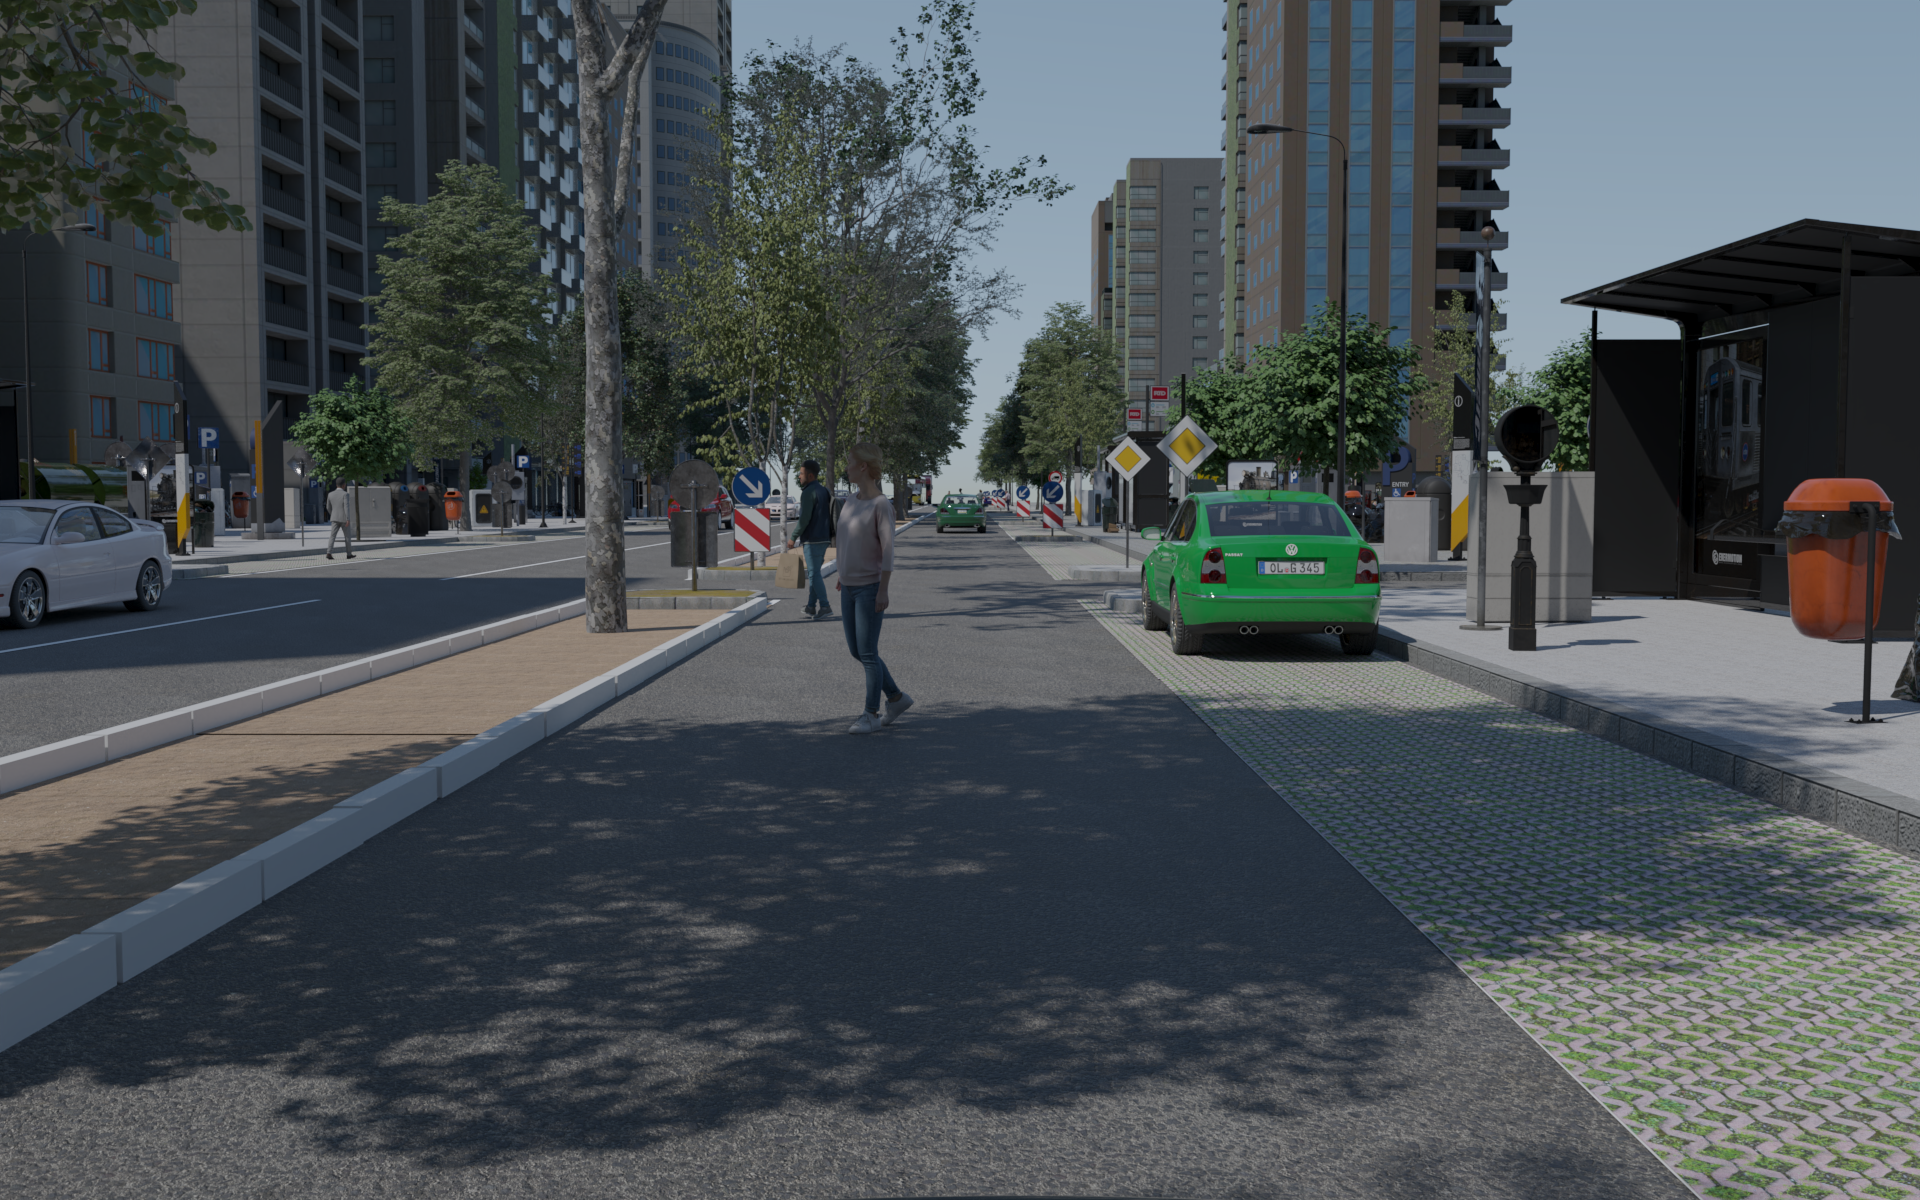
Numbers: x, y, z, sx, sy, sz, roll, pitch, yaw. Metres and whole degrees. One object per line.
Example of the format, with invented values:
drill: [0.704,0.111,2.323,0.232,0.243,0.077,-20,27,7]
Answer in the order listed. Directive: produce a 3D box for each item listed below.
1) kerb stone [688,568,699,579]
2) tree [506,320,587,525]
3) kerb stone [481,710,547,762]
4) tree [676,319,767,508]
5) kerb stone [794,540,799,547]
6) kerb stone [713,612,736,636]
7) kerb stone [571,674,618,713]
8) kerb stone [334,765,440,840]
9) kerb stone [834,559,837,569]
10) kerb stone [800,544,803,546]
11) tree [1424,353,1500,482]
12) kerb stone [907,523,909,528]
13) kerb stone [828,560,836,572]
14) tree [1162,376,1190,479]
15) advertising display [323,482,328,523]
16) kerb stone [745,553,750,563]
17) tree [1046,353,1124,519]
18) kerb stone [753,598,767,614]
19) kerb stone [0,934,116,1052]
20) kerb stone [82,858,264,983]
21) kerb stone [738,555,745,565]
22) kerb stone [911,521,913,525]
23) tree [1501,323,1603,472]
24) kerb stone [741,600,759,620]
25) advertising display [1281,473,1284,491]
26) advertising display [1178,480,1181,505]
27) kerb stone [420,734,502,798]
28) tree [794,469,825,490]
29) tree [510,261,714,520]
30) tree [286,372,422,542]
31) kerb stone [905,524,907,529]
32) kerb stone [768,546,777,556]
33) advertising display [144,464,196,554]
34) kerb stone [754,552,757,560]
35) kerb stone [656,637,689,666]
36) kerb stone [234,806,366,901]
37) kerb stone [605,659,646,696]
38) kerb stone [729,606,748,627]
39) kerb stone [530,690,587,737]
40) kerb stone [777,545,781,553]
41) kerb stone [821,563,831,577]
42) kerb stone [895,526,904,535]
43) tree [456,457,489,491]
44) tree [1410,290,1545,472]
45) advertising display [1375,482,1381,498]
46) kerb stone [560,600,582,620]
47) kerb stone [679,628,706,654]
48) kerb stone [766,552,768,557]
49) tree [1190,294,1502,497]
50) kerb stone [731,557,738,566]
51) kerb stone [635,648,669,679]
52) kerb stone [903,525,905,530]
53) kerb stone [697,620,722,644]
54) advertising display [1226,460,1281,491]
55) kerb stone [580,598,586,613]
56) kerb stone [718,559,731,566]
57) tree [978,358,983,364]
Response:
kerb stone: [-4.529,-0.460,29.727,0.120,0.150,1.000,0,4,0]
tree: [-16.879,-7.484,72.726,4.360,8.622,3.978,0,3,0]
kerb stone: [-2.507,0.766,9.686,0.120,0.150,1.000,0,4,0]
tree: [-16.261,-13.204,122.534,9.857,13.997,8.962,0,3,0]
kerb stone: [-4.470,-1.463,46.116,0.120,0.150,1.000,0,4,0]
kerb stone: [-2.463,0.263,17.894,0.120,0.150,1.000,0,4,0]
kerb stone: [-2.498,0.644,11.733,0.120,0.150,1.000,0,4,0]
kerb stone: [-2.517,0.891,7.626,0.120,0.150,1.000,0,4,0]
kerb stone: [-2.411,-0.649,32.820,0.120,0.150,1.000,0,4,0]
kerb stone: [-4.459,-1.589,48.176,0.120,0.150,1.000,0,4,0]
tree: [26.424,-8.653,91.833,4.360,8.622,3.978,0,3,0]
kerb stone: [-2.281,-2.966,70.751,0.120,0.150,1.000,0,4,0]
kerb stone: [-2.418,-0.587,31.794,0.120,0.150,1.000,0,4,0]
tree: [6.091,-3.412,39.499,4.285,4.588,4.351,0,3,0]
advertising display: [-28.710,-4.463,78.188,0.123,1.923,0.974,-3,4,-36]
kerb stone: [-4.499,-0.835,35.882,0.120,0.150,1.000,0,4,0]
tree: [6.180,-8.552,90.193,4.737,8.622,4.395,0,3,0]
kerb stone: [-2.460,0.075,20.986,0.120,0.150,1.000,0,4,0]
kerb stone: [-2.521,1.079,4.549,0.120,0.150,1.000,0,4,0]
kerb stone: [-2.511,1.017,5.572,0.120,0.150,1.000,0,4,0]
kerb stone: [-4.506,-0.771,34.858,0.120,0.150,1.000,0,4,0]
kerb stone: [-2.255,-3.283,75.876,0.120,0.150,1.000,0,4,0]
tree: [12.143,-3.037,33.376,4.285,4.588,4.351,0,3,0]
kerb stone: [-2.462,0.140,19.949,0.120,0.150,1.000,0,4,0]
advertising display: [9.680,-2.940,53.280,0.123,1.923,0.974,3,4,39]
advertising display: [9.956,-4.477,78.406,0.123,1.923,0.974,0,4,4]
kerb stone: [-2.499,0.829,8.659,0.120,0.150,1.000,0,4,0]
tree: [-15.810,-12.164,182.590,4.285,4.588,4.351,0,3,0]
tree: [-16.897,-10.297,85.362,9.611,12.733,9.660,0,3,0]
tree: [-16.346,-3.860,46.827,4.285,4.588,4.351,0,3,0]
kerb stone: [-2.279,-2.844,68.696,0.120,0.150,1.000,0,4,0]
kerb stone: [-4.497,-1.150,40.992,0.120,0.150,1.000,0,4,0]
advertising display: [-16.770,-1.930,36.772,0.974,1.923,0.123,-2,4,-25]
kerb stone: [-4.497,-0.900,36.904,0.120,0.150,1.000,0,4,0]
kerb stone: [-2.481,0.452,14.804,0.120,0.150,1.000,0,4,0]
kerb stone: [-2.509,0.959,6.600,0.120,0.150,1.000,0,4,0]
kerb stone: [-2.482,0.579,12.755,0.120,0.150,1.000,0,4,0]
kerb stone: [-2.466,0.201,18.916,0.120,0.150,1.000,0,4,0]
kerb stone: [-2.495,0.702,10.711,0.120,0.150,1.000,0,4,0]
kerb stone: [-4.479,-1.212,42.014,0.120,0.150,1.000,0,4,0]
kerb stone: [-2.428,-0.525,30.772,0.120,0.150,1.000,0,4,0]
kerb stone: [-2.298,-2.649,65.606,0.120,0.150,1.000,0,4,0]
tree: [-24.821,-5.782,89.138,1.663,3.219,1.824,0,3,0]
tree: [18.178,-6.810,61.699,4.737,8.622,4.395,0,3,0]
advertising display: [22.767,-5.366,92.950,0.974,1.923,0.123,0,4,3]
kerb stone: [-4.556,0.139,19.969,0.120,0.150,1.000,0,4,0]
kerb stone: [-2.478,0.392,15.833,0.120,0.150,1.000,0,4,0]
kerb stone: [-4.499,-1.023,38.948,0.120,0.150,1.000,0,4,0]
tree: [6.167,-2.748,28.650,4.285,4.588,4.351,0,3,0]
kerb stone: [-4.516,-0.712,33.836,0.120,0.150,1.000,0,4,0]
kerb stone: [-2.485,0.519,13.782,0.120,0.150,1.000,0,4,0]
kerb stone: [-2.289,-2.716,66.640,0.120,0.150,1.000,0,4,0]
kerb stone: [-2.474,0.330,16.868,0.120,0.150,1.000,0,4,0]
advertising display: [5.487,-1.673,32.567,0.974,1.923,0.123,1,4,13]
kerb stone: [-4.559,0.074,20.991,0.120,0.150,1.000,0,4,0]
kerb stone: [-4.519,-0.647,32.813,0.120,0.150,1.000,0,4,0]
tree: [-3.261,-11.171,91.763,9.857,13.997,8.962,0,3,0]
